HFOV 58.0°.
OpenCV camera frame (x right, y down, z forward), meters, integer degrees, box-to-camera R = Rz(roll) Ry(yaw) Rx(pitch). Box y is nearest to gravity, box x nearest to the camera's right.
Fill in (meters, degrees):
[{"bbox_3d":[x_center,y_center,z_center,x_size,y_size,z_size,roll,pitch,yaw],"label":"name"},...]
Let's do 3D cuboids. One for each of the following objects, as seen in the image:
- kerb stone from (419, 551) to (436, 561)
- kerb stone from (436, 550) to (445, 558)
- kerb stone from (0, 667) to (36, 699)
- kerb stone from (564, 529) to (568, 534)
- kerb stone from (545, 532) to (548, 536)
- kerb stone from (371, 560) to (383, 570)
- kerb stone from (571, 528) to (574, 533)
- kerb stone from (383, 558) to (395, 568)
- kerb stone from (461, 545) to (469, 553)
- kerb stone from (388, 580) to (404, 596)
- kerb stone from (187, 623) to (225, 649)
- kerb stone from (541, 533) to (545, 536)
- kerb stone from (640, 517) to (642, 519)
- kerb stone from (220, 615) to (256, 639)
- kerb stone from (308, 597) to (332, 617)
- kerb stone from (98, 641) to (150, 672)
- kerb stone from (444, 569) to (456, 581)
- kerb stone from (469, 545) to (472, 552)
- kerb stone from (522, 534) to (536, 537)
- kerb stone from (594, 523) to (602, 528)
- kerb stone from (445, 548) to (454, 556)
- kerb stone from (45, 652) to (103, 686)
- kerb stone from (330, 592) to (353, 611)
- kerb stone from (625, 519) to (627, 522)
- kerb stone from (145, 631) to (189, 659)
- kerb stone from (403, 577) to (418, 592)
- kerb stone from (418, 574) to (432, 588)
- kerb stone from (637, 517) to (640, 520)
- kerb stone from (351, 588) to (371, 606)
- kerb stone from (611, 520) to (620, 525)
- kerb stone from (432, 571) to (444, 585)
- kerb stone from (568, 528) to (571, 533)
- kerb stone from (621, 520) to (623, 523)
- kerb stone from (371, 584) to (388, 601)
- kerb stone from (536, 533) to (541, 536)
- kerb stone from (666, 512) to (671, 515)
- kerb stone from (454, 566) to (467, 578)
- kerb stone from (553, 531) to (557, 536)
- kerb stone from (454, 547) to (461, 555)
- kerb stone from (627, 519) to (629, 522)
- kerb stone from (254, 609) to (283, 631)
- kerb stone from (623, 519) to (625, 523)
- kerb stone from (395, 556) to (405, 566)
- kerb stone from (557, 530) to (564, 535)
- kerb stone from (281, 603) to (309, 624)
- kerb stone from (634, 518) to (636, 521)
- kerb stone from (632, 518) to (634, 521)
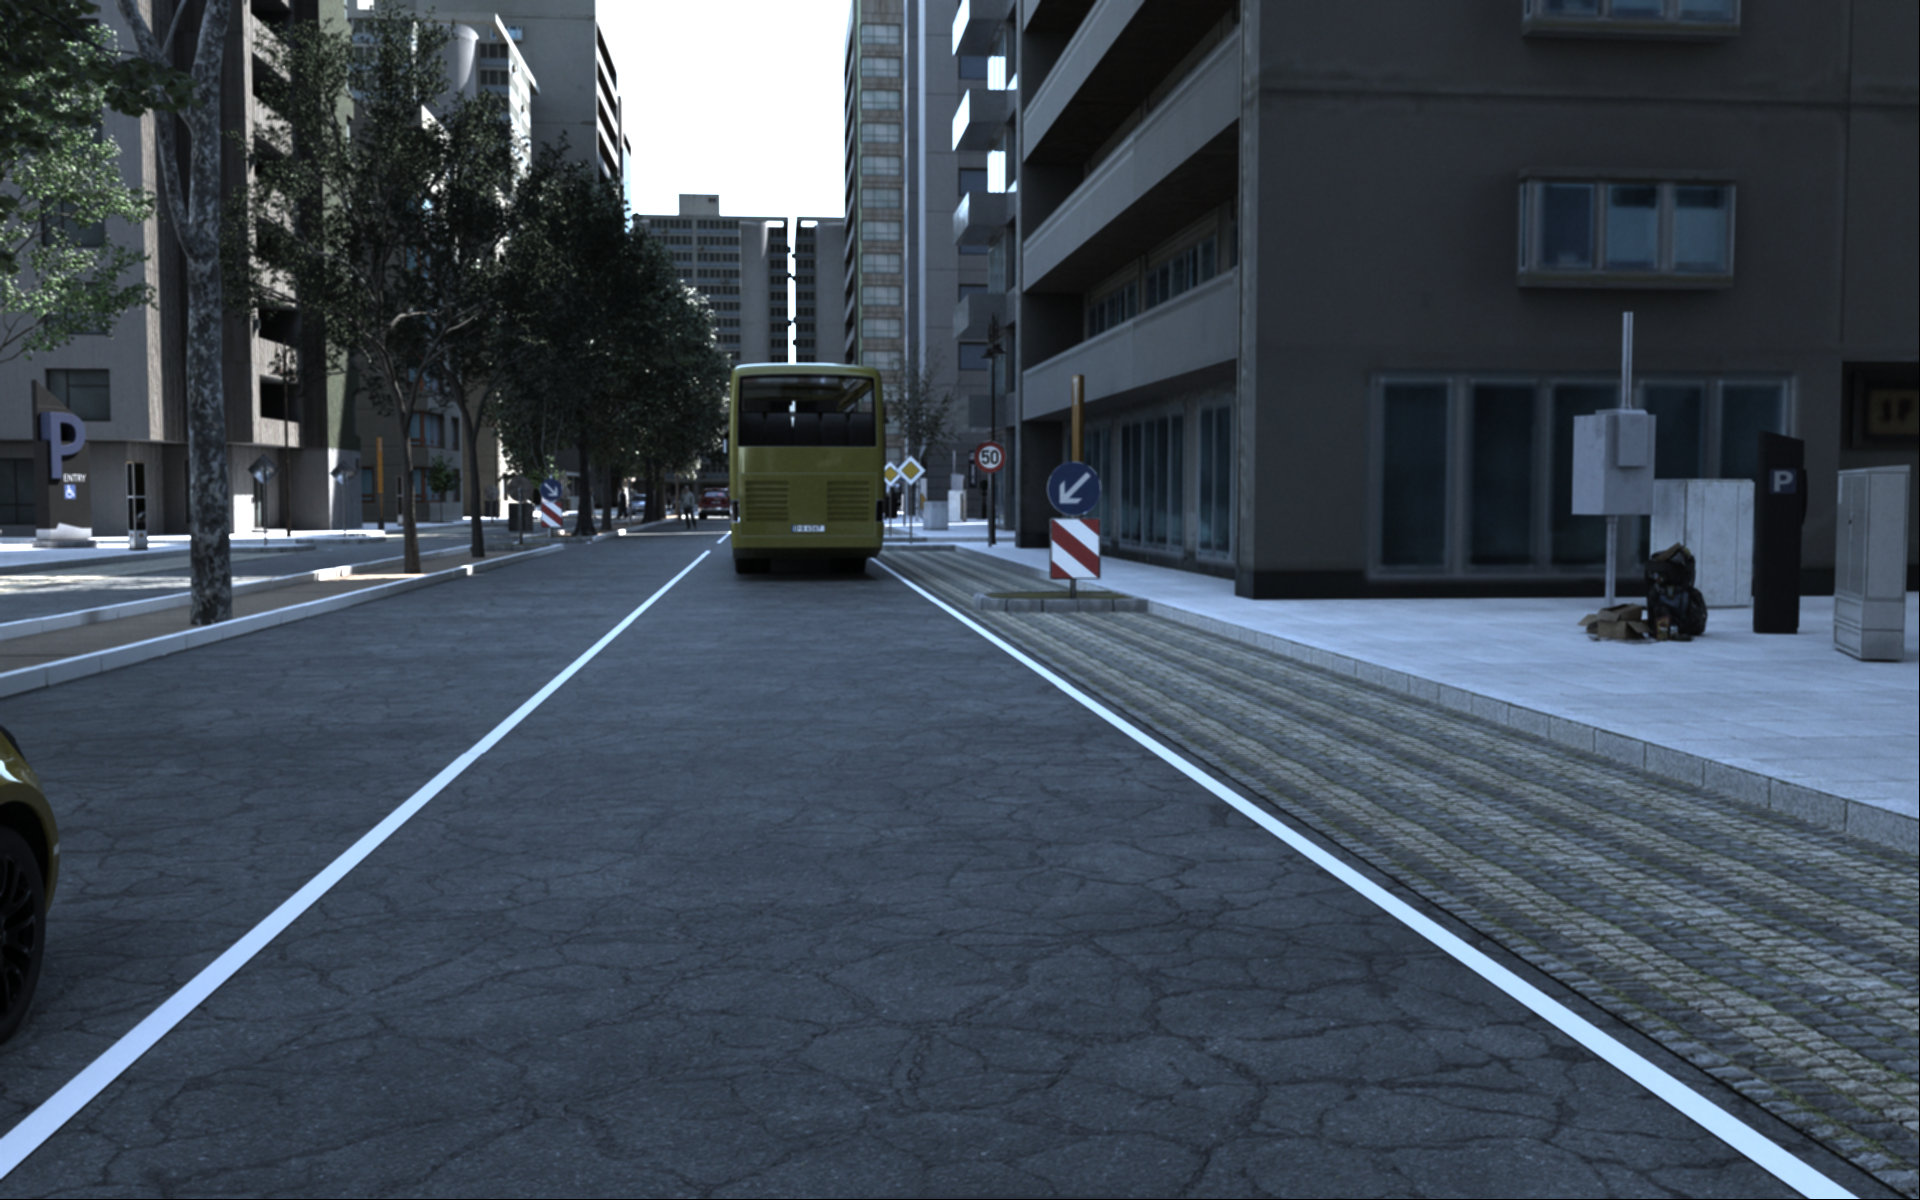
[{"bbox_3d":[-11.610,-0.938,37.641,0.120,0.150,1.000,0,4,-6],"label":"kerb stone"},{"bbox_3d":[-11.714,-1.007,38.659,0.120,0.150,1.000,0,4,-6],"label":"kerb stone"},{"bbox_3d":[-6.802,0.602,12.368,0.120,0.150,1.000,0,4,-6],"label":"kerb stone"},{"bbox_3d":[-14.169,-2.410,61.643,0.120,0.150,1.000,0,4,-6],"label":"kerb stone"},{"bbox_3d":[-13.623,-2.101,56.549,0.120,0.150,1.000,0,4,-6],"label":"kerb stone"},{"bbox_3d":[-11.061,-0.628,32.555,0.120,0.150,1.000,0,4,-6],"label":"kerb stone"},{"bbox_3d":[-14.389,-2.534,63.682,0.120,0.150,1.000,0,4,-6],"label":"kerb stone"},{"bbox_3d":[-11.170,-0.696,33.574,0.120,0.150,1.000,0,4,-6],"label":"kerb stone"},{"bbox_3d":[-12.046,-1.194,41.724,0.120,0.150,1.000,0,4,-6],"label":"kerb stone"},{"bbox_3d":[-8.099,-0.147,24.604,0.120,0.150,1.000,0,4,-6],"label":"kerb stone"},{"bbox_3d":[-7.234,0.354,16.455,0.120,0.150,1.000,0,4,-6],"label":"kerb stone"},{"bbox_3d":[-13.519,-2.037,55.525,0.120,0.150,1.000,0,4,-6],"label":"kerb stone"},{"bbox_3d":[-17.760,-4.469,95.286,0.120,0.150,1.000,0,4,-6],"label":"kerb stone"},{"bbox_3d":[-7.343,0.289,17.472,0.120,0.150,1.000,0,4,-6],"label":"kerb stone"},{"bbox_3d":[-7.666,0.104,20.533,0.120,0.150,1.000,0,4,-6],"label":"kerb stone"},{"bbox_3d":[-7.012,0.480,14.416,0.120,0.150,1.000,0,4,-6],"label":"kerb stone"},{"bbox_3d":[-8.543,-0.390,28.672,0.120,0.150,1.000,0,4,-6],"label":"kerb stone"},{"bbox_3d":[-12.153,-1.257,42.741,0.120,0.150,1.000,0,4,-6],"label":"kerb stone"},{"bbox_3d":[-13.305,-1.914,53.486,0.120,0.150,1.000,0,4,-6],"label":"kerb stone"},{"bbox_3d":[-15.590,-3.220,74.890,0.120,0.150,1.000,0,4,-6],"label":"kerb stone"},{"bbox_3d":[-11.817,-1.066,39.678,0.120,0.150,1.000,0,4,-6],"label":"kerb stone"},{"bbox_3d":[-6.905,0.541,13.400,0.120,0.150,1.000,0,4,-6],"label":"kerb stone"},{"bbox_3d":[-7.769,0.040,21.551,0.120,0.150,1.000,0,4,-6],"label":"kerb stone"},{"bbox_3d":[-16.783,-3.909,86.107,0.120,0.150,1.000,0,4,-6],"label":"kerb stone"},{"bbox_3d":[-7.127,0.418,15.432,0.120,0.150,1.000,0,4,-6],"label":"kerb stone"},{"bbox_3d":[-8.218,-0.209,25.619,0.120,0.150,1.000,0,4,-6],"label":"kerb stone"},{"bbox_3d":[-8.321,-0.272,26.636,0.120,0.150,1.000,0,4,-6],"label":"kerb stone"},{"bbox_3d":[-17.657,-4.408,94.267,0.120,0.150,1.000,0,4,-6],"label":"kerb stone"},{"bbox_3d":[-7.889,-0.023,22.570,0.120,0.150,1.000,0,4,-6],"label":"kerb stone"},{"bbox_3d":[-16.346,-3.655,82.019,0.120,0.150,1.000,0,4,-6],"label":"kerb stone"},{"bbox_3d":[-8.432,-0.334,27.656,0.120,0.150,1.000,0,4,-6],"label":"kerb stone"},{"bbox_3d":[-14.281,-2.475,62.665,0.120,0.150,1.000,0,4,-6],"label":"kerb stone"},{"bbox_3d":[-16.568,-3.783,84.064,0.120,0.150,1.000,0,4,-6],"label":"kerb stone"},{"bbox_3d":[-7.993,-0.085,23.587,0.120,0.150,1.000,0,4,-6],"label":"kerb stone"},{"bbox_3d":[-13.403,-1.974,54.509,0.120,0.150,1.000,0,4,-6],"label":"kerb stone"},{"bbox_3d":[-20.925,-6.277,124.832,0.120,0.150,1.000,0,4,-6],"label":"kerb stone"},{"bbox_3d":[-8.640,-0.457,29.690,0.120,0.150,1.000,0,4,-6],"label":"kerb stone"},{"bbox_3d":[-13.846,-2.226,58.585,0.120,0.150,1.000,0,4,-6],"label":"kerb stone"},{"bbox_3d":[-11.936,-1.132,40.708,0.120,0.150,1.000,0,4,-6],"label":"kerb stone"},{"bbox_3d":[-16.897,-3.966,87.123,0.120,0.150,1.000,0,4,-6],"label":"kerb stone"},{"bbox_3d":[-7.459,0.230,18.488,0.120,0.150,1.000,0,4,-6],"label":"kerb stone"},{"bbox_3d":[-16.674,-3.846,85.080,0.120,0.150,1.000,0,4,-6],"label":"kerb stone"},{"bbox_3d":[-11.281,-0.757,34.590,0.120,0.150,1.000,0,4,-6],"label":"kerb stone"},{"bbox_3d":[-14.064,-2.351,60.626,0.120,0.150,1.000,0,4,-6],"label":"kerb stone"},{"bbox_3d":[-7.561,0.164,19.507,0.120,0.150,1.000,0,4,-6],"label":"kerb stone"},{"bbox_3d":[-17.321,-4.221,91.210,0.120,0.150,1.000,0,4,-6],"label":"kerb stone"},{"bbox_3d":[-17.224,-4.153,90.189,0.120,0.150,1.000,0,4,-6],"label":"kerb stone"}]
